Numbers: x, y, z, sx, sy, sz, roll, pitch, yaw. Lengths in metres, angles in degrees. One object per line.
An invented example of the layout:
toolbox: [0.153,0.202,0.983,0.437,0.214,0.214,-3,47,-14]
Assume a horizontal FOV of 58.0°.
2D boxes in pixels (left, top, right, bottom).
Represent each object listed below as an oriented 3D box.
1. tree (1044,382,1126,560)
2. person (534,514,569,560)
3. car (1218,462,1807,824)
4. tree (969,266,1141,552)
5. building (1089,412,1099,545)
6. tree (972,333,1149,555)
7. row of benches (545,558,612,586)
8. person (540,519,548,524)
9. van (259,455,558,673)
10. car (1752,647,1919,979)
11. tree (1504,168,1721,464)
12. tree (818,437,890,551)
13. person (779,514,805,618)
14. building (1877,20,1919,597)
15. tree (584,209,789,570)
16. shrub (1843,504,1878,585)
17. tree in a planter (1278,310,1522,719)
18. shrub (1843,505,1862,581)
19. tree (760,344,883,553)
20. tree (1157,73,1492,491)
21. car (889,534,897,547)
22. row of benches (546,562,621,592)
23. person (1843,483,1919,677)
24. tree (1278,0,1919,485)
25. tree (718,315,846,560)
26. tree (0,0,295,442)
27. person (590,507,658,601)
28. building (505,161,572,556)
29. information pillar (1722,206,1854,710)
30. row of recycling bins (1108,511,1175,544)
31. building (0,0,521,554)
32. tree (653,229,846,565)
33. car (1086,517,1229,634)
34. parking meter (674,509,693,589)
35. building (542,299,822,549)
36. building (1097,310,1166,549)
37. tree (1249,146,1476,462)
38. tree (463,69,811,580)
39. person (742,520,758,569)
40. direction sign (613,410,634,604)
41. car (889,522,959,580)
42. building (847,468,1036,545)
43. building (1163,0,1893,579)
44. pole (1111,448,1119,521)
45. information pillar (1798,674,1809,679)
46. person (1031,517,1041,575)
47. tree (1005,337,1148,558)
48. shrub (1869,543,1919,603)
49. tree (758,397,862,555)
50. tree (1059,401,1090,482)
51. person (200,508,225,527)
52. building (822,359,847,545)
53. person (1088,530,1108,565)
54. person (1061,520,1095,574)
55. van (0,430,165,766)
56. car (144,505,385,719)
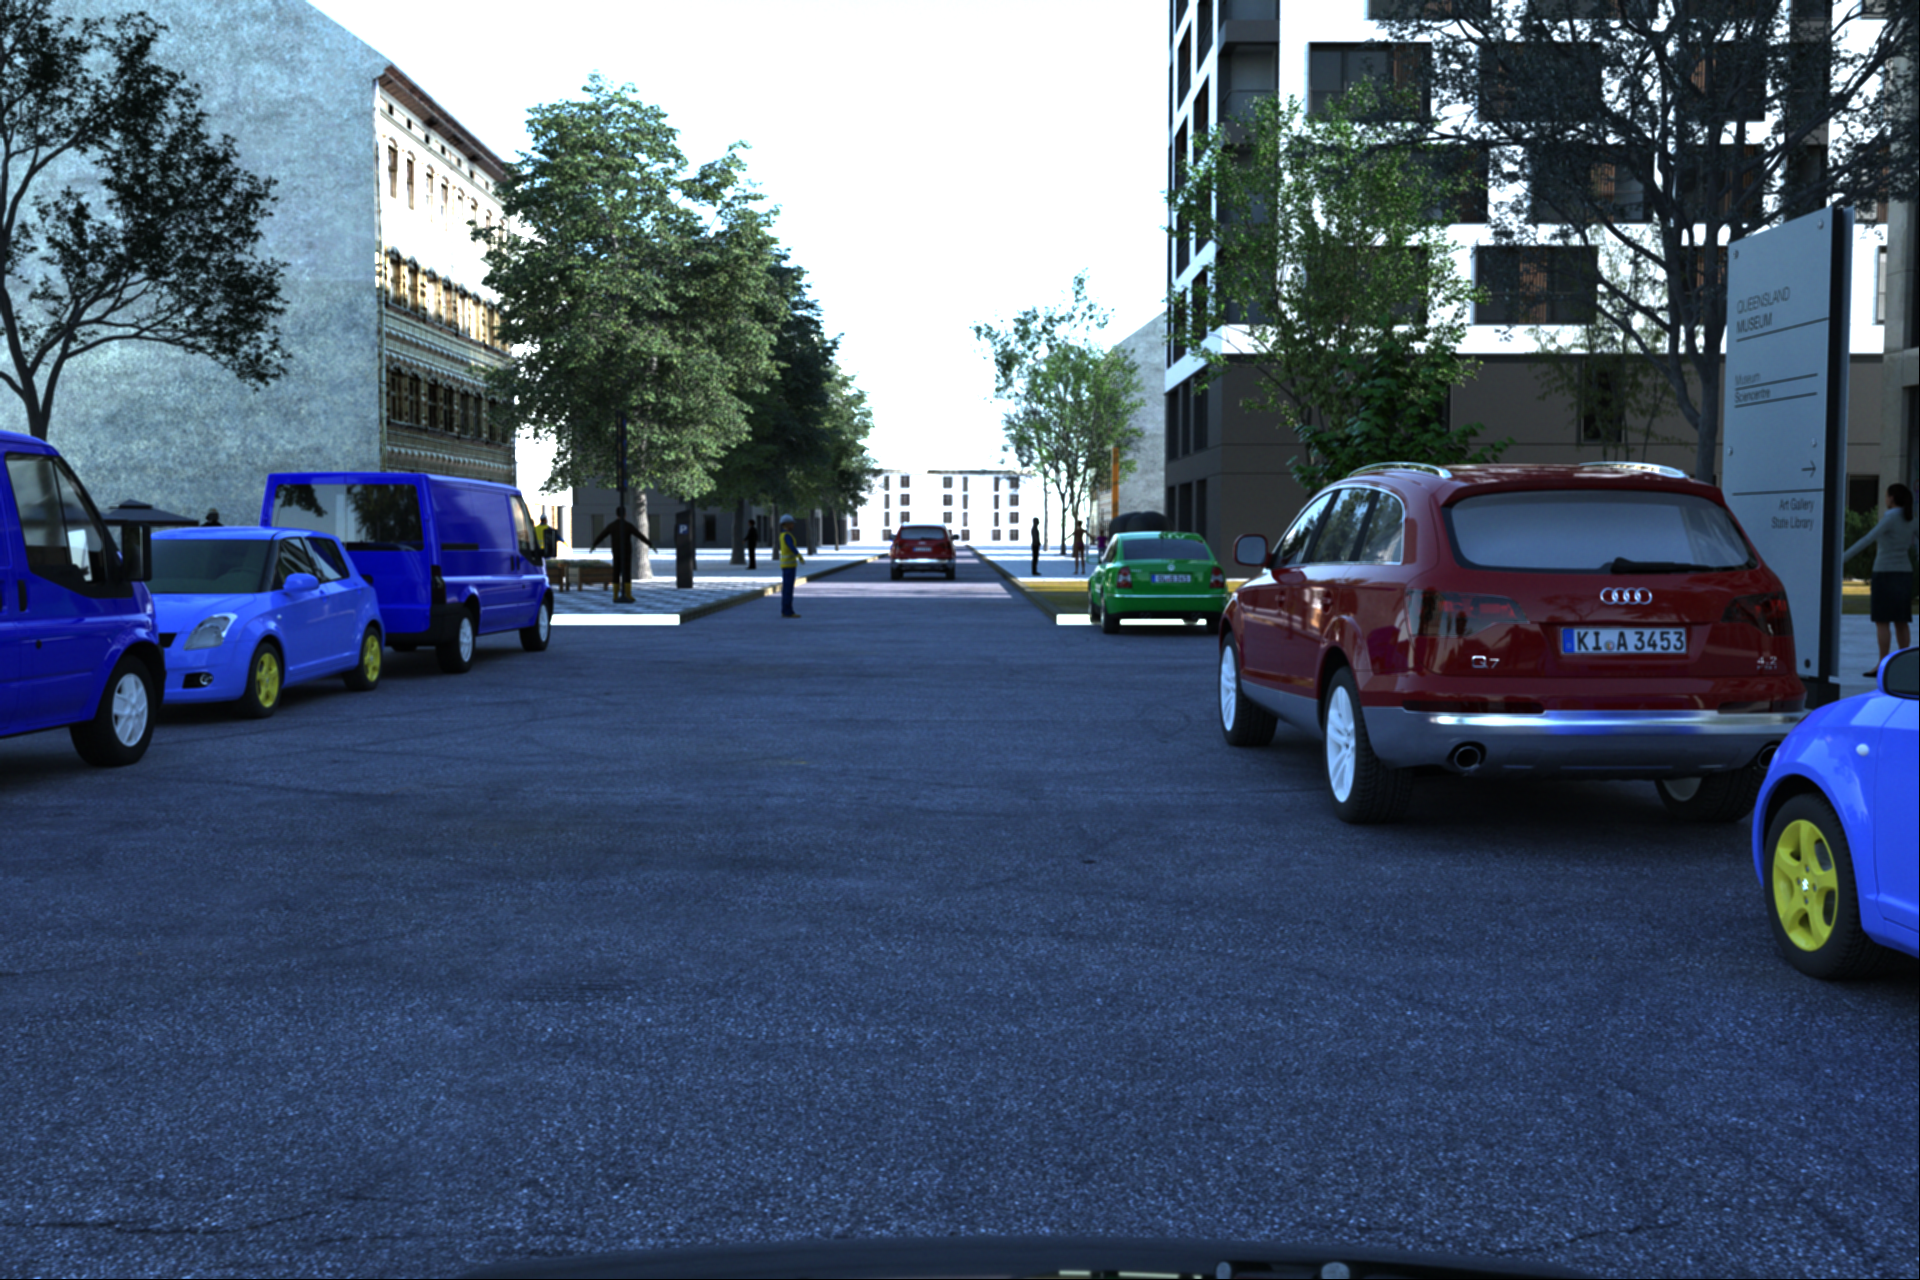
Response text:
tree: [6.174,-8.160,83.782,4.360,8.622,3.978,0,3,0]
person: [-11.237,-2.496,46.778,1.349,1.833,0.705,1,4,10]
car: [2.852,-0.089,10.126,2.281,1.827,5.304,0,4,-1]
tree: [6.634,-16.405,124.111,12.611,20.169,13.585,0,3,0]
building: [24.518,-22.248,194.686,19.493,23.208,18.063,0,3,0]
tree: [6.338,-11.889,104.747,12.009,13.543,11.850,0,3,0]
row of benches: [-10.299,-1.775,44.480,4.104,0.672,1.422,3,5,44]
person: [-13.344,-3.017,55.455,1.347,1.817,0.704,3,4,36]
van: [-6.012,-0.923,19.471,2.240,2.365,5.245,0,4,0]
car: [3.568,0.311,4.505,1.945,1.707,3.694,0,4,-1]
tree: [12.954,-5.114,33.979,4.360,8.622,3.978,0,3,0]
tree: [-9.436,-12.048,131.398,8.767,10.594,7.601,-2,4,-24]
person: [-2.879,-1.279,29.833,0.721,1.772,1.216,-1,4,-19]
building: [27.761,-13.042,16.444,19.351,26.588,34.151,0,4,0]
tree: [-9.899,-8.768,61.490,7.486,12.596,7.792,0,3,0]
shrub: [23.057,-2.389,43.476,1.690,2.028,1.600,0,3,0]
tree in a planter: [3.432,-1.016,13.838,1.991,3.239,1.994,0,4,0]
shrub: [24.196,-2.656,47.463,1.661,2.075,1.752,0,3,0]
tree: [-9.970,-12.747,115.076,9.857,13.997,8.962,0,3,0]
tree: [8.394,-7.019,40.523,9.928,11.665,9.643,0,3,0]
car: [-3.399,-5.990,107.520,1.945,1.707,3.694,0,3,0]
row of benches: [-9.400,-1.378,37.992,4.104,0.672,1.422,-3,5,-42]
person: [8.319,-0.534,15.559,1.217,1.735,0.721,-1,4,-19]
tree: [9.244,-6.793,21.434,12.009,13.543,11.850,0,3,0]
tree: [-9.390,-10.239,85.540,7.486,12.596,7.792,0,3,0]
tree: [-12.704,-5.463,23.739,7.601,10.594,8.767,1,4,21]
person: [-6.451,-1.648,33.084,1.346,1.812,0.704,1,4,8]
building: [-27.895,-14.241,89.262,16.016,20.090,11.380,0,3,0]
information pillar: [6.297,-1.344,13.288,0.184,3.620,1.656,0,4,0]
row of recycling bins: [3.367,-1.574,32.845,1.069,1.692,3.534,0,4,-2]
building: [-28.085,-14.279,64.392,19.493,23.208,18.063,0,4,-1]
tree: [-9.369,-10.162,72.810,9.857,13.997,8.962,0,3,0]
car: [2.936,-1.068,26.257,1.959,1.807,4.718,0,3,0]
parking meter: [-6.497,-2.141,40.714,0.399,1.863,0.255,0,4,0]
building: [-28.598,-19.760,167.058,27.936,21.610,32.646,0,4,0]
building: [21.981,-19.500,149.756,19.493,23.208,18.063,0,4,0]
tree: [7.323,-5.061,33.104,4.737,8.622,4.395,0,3,0]
tree: [-8.983,-8.656,48.181,9.857,13.997,8.962,0,3,0]
person: [-7.599,-3.475,63.008,0.705,1.806,1.347,1,4,13]
direction sign: [-6.253,-2.450,32.055,0.379,3.537,0.876,0,4,0]
car: [-1.162,-2.870,55.591,2.281,1.827,5.304,0,4,0]
building: [-4.296,-16.960,221.896,28.070,9.664,9.099,0,4,-2]
building: [21.406,-13.527,65.144,27.936,21.610,32.646,0,4,0]
pole: [3.667,-2.885,41.014,0.158,3.312,0.155,0,3,0]
information pillar: [6.945,-0.615,14.545,0.304,2.012,0.304,0,3,0]
person: [2.389,-2.930,54.026,0.705,1.813,1.348,0,4,0]
tree: [6.200,-10.195,92.441,9.928,11.665,9.643,0,3,0]
shrub: [17.299,-1.273,31.937,1.383,1.207,1.383,0,3,0]
tree: [-9.307,-10.362,103.839,7.601,10.594,8.767,2,4,25]
tree: [18.768,-22.442,222.821,12.611,20.169,13.585,0,3,0]
person: [-16.475,-1.986,38.247,1.354,1.856,0.705,-3,4,-37]
building: [-27.790,-21.768,199.888,27.936,21.610,32.646,0,4,-1]
person: [5.241,-3.353,64.089,0.991,1.433,0.599,0,4,-3]
person: [3.810,-2.985,55.611,1.217,1.733,0.721,-1,4,-23]
van: [-6.050,-0.280,8.960,2.240,2.365,5.245,0,4,0]
car: [-6.208,-0.304,14.567,1.945,1.707,3.694,0,4,0]
